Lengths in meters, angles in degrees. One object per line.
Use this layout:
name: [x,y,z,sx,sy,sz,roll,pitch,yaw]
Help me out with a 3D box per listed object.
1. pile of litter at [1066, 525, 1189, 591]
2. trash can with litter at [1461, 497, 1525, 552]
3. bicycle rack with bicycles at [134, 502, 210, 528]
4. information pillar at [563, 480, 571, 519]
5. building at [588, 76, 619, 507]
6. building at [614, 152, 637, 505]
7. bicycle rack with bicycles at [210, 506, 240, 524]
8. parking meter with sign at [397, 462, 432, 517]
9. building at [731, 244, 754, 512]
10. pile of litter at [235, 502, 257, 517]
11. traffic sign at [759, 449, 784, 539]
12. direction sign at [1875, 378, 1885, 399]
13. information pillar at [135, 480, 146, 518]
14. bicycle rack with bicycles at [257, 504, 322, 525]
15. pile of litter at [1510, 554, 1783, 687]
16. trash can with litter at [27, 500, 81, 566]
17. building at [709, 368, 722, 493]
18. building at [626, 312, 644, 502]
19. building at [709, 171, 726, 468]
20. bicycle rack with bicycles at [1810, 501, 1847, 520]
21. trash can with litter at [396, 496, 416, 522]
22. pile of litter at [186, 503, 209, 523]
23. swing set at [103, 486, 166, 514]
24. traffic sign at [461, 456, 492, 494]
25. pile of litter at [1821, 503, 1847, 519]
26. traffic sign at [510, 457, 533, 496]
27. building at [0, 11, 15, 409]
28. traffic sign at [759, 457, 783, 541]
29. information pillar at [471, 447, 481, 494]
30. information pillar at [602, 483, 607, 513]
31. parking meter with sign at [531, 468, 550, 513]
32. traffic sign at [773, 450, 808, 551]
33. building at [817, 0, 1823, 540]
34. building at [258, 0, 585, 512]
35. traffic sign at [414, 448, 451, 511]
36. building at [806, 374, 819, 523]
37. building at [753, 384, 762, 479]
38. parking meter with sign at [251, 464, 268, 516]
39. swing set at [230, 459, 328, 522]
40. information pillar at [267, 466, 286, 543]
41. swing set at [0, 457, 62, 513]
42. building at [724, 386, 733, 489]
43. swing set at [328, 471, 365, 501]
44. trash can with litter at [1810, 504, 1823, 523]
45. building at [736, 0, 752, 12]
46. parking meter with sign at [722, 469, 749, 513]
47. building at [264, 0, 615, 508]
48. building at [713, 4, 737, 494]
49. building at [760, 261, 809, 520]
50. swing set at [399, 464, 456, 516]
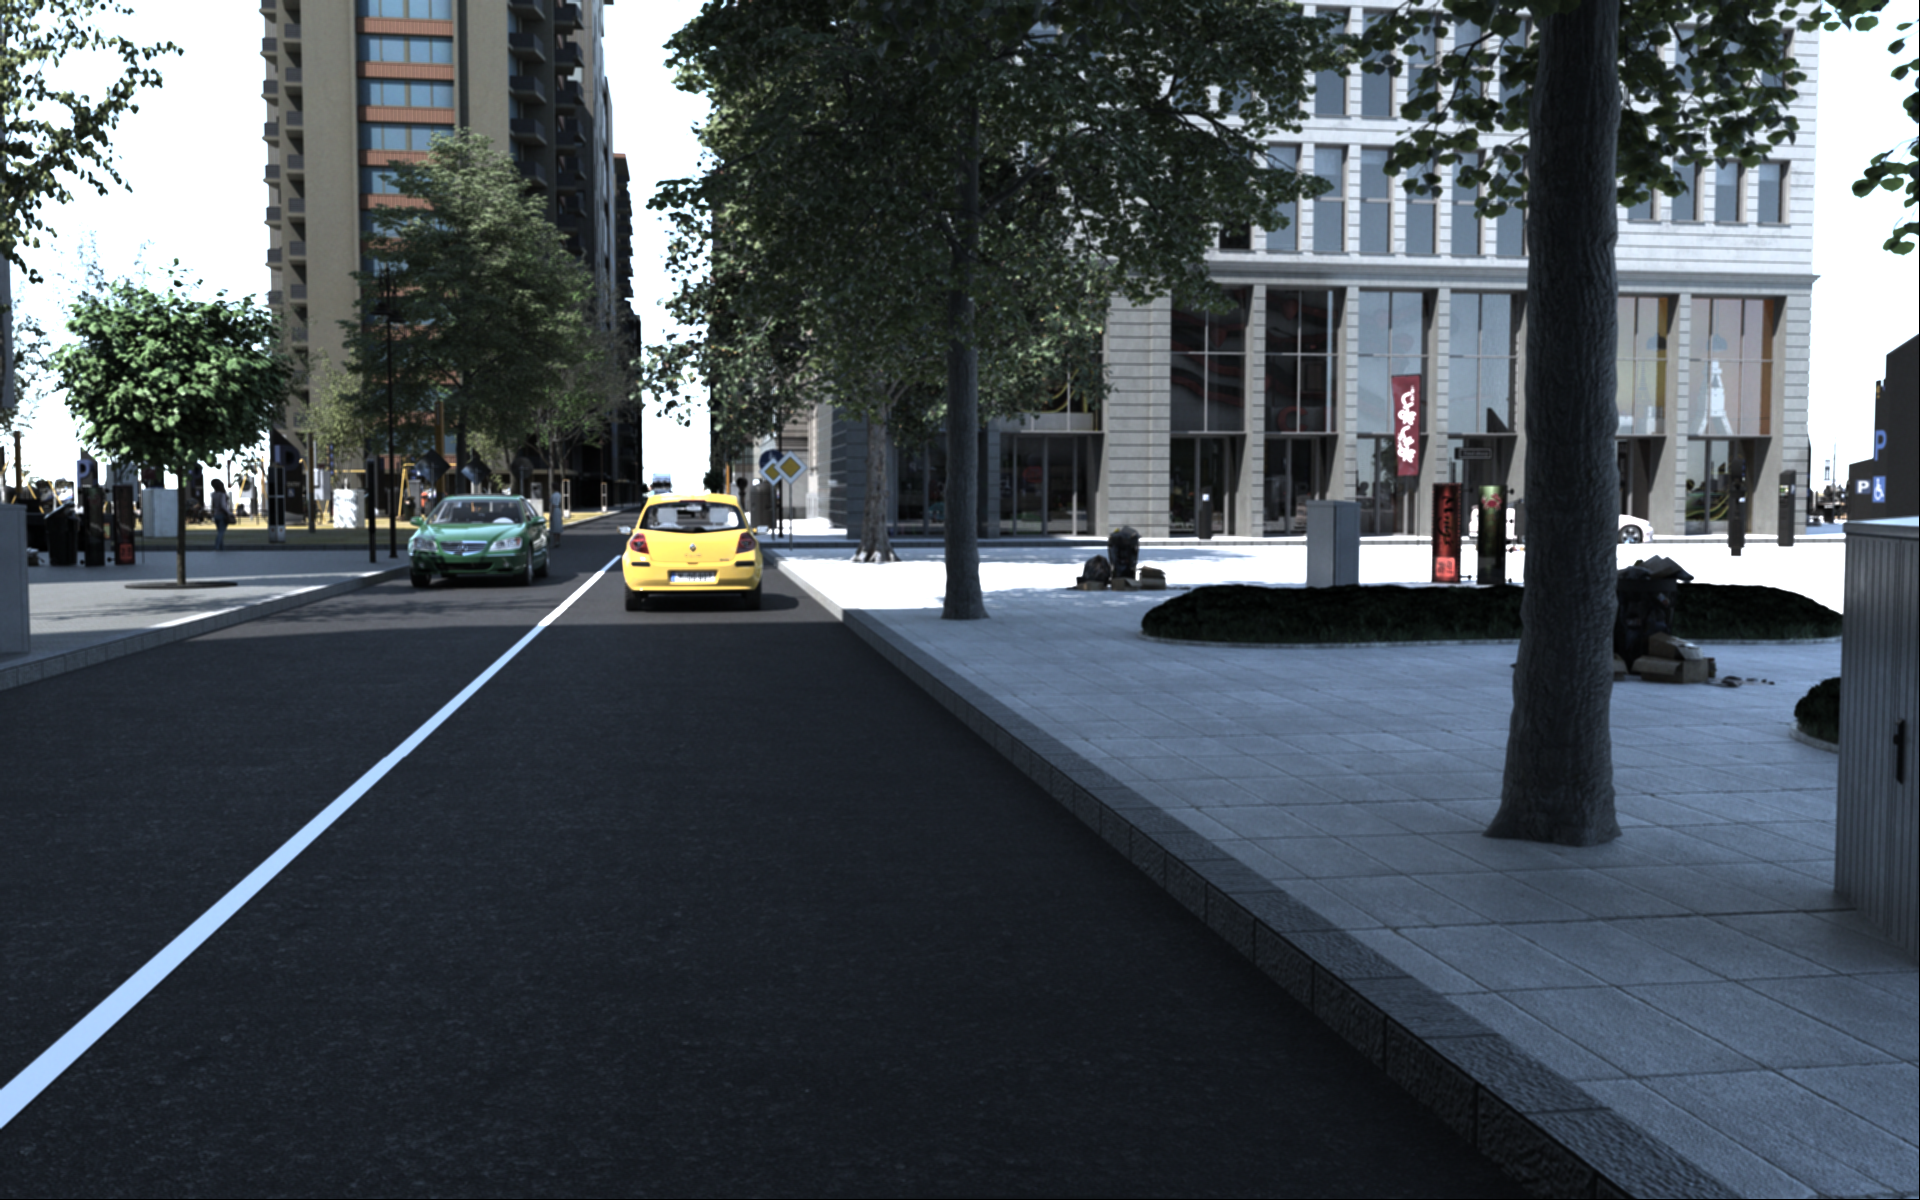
pile of litter: [2.299,-0.572,23.310,1.719,0.858,1.176,0,4,6]
trash can with litter: [12.344,-1.713,39.064,2.233,1.210,1.678,0,4,8]
bicycle rack with bicycles: [-30.502,-3.208,65.826,2.852,0.926,2.925,-1,4,-9]
information pillar: [-20.386,-5.218,89.802,0.304,2.012,0.304,0,4,3]
building: [-43.414,-32.499,181.477,14.600,45.320,14.200,-1,4,-9]
building: [-52.117,-34.303,215.480,22.147,44.769,28.867,-1,4,-9]
bicycle rack with bicycles: [-31.932,-3.650,73.059,2.852,0.926,2.925,3,4,38]
parking meter with sign: [-29.833,-6.022,94.723,1.738,3.016,0.543,-1,4,-13]
building: [-10.459,-22.063,132.425,14.160,30.474,14.107,-1,4,-9]
pile of litter: [-39.777,-5.030,96.205,1.176,0.858,1.719,-3,5,-39]
traffic sign: [-5.354,-3.025,49.557,0.768,2.556,0.104,0,4,-1]
direction sign: [18.141,-2.579,34.170,0.379,3.537,0.876,1,4,14]
information pillar: [-43.604,-5.350,91.959,0.304,2.012,0.304,-1,4,-12]
bicycle rack with bicycles: [-28.014,-3.642,72.930,2.852,0.926,2.925,2,4,26]
pile of litter: [4.749,0.112,12.136,1.176,0.858,1.719,-2,4,-33]
trash can with litter: [-16.392,-1.206,31.111,1.055,1.170,0.624,-2,4,-30]
building: [-32.350,-30.628,272.467,14.160,30.474,14.107,-1,4,-9]
building: [-56.149,-30.264,266.515,14.160,30.474,14.107,-1,4,-9]
building: [-22.071,-35.259,231.105,22.147,44.769,28.867,-1,4,-9]
bicycle rack with bicycles: [42.386,-4.400,85.324,2.852,0.926,2.925,-3,5,-42]
trash can with litter: [-25.943,-4.253,80.916,1.055,1.170,0.624,2,4,27]
pile of litter: [-34.457,-3.890,77.565,1.176,0.858,1.719,0,4,-2]
swing set: [-48.824,-6.431,102.770,2.862,2.851,3.119,1,4,22]
traffic sign: [-12.835,-2.590,45.993,0.795,2.450,0.064,-1,4,-9]
pile of litter: [44.637,-4.519,87.848,1.176,0.858,1.719,-3,4,-36]
traffic sign: [-15.051,-3.635,59.534,0.768,2.556,0.104,0,4,-8]
building: [-23.853,-20.955,26.212,14.086,41.232,14.154,-1,4,-9]
traffic sign: [-5.082,-2.663,47.184,0.795,2.450,0.064,-1,4,-9]
information pillar: [-24.154,-5.816,86.443,0.504,3.616,0.183,-3,5,-42]
information pillar: [-23.757,-6.804,115.732,0.304,2.012,0.304,0,4,0]
parking meter with sign: [-28.701,-7.409,117.404,1.738,3.016,0.543,0,4,-7]
traffic sign: [-3.844,-2.181,39.295,0.795,2.450,0.064,-1,4,-9]
building: [10.542,-16.986,55.206,29.804,29.767,11.434,-1,4,-9]
building: [-40.159,-29.198,132.013,22.147,44.769,28.867,-1,4,-9]
traffic sign: [-11.597,-2.108,38.104,0.795,2.450,0.064,-1,4,-9]
building: [0.304,-17.541,74.189,14.401,28.519,23.554,-1,4,-9]
building: [-8.056,-15.829,113.561,10.420,20.320,16.860,-1,4,-9]
parking meter with sign: [-40.451,-6.414,101.135,1.738,3.016,0.543,1,4,12]
swing set: [-31.084,-4.957,78.666,3.119,2.851,2.862,1,4,20]
information pillar: [-17.950,-2.507,45.481,0.304,2.012,0.304,2,4,24]
swing set: [-40.367,-4.712,74.668,2.862,2.851,3.119,-1,4,-10]
building: [-10.836,-20.729,183.963,27.650,21.520,28.899,-1,4,-9]
swing set: [-40.488,-7.254,116.226,3.119,2.851,2.862,0,4,7]
trash can with litter: [35.876,-3.777,73.137,1.055,1.170,0.624,2,4,30]
building: [-8.962,-30.565,154.366,22.147,44.769,28.867,-1,4,-9]
parking meter with sign: [-15.338,-7.475,118.478,1.738,3.016,0.543,1,4,9]
building: [-46.660,-34.886,159.629,28.713,52.752,27.495,-1,4,-9]
building: [-26.300,-49.932,254.631,20.563,71.187,20.611,-1,4,-9]
building: [-5.941,-15.037,95.006,9.793,20.994,18.267,-1,4,-9]
swing set: [-27.704,-5.687,90.606,3.119,2.851,2.862,0,4,-4]
